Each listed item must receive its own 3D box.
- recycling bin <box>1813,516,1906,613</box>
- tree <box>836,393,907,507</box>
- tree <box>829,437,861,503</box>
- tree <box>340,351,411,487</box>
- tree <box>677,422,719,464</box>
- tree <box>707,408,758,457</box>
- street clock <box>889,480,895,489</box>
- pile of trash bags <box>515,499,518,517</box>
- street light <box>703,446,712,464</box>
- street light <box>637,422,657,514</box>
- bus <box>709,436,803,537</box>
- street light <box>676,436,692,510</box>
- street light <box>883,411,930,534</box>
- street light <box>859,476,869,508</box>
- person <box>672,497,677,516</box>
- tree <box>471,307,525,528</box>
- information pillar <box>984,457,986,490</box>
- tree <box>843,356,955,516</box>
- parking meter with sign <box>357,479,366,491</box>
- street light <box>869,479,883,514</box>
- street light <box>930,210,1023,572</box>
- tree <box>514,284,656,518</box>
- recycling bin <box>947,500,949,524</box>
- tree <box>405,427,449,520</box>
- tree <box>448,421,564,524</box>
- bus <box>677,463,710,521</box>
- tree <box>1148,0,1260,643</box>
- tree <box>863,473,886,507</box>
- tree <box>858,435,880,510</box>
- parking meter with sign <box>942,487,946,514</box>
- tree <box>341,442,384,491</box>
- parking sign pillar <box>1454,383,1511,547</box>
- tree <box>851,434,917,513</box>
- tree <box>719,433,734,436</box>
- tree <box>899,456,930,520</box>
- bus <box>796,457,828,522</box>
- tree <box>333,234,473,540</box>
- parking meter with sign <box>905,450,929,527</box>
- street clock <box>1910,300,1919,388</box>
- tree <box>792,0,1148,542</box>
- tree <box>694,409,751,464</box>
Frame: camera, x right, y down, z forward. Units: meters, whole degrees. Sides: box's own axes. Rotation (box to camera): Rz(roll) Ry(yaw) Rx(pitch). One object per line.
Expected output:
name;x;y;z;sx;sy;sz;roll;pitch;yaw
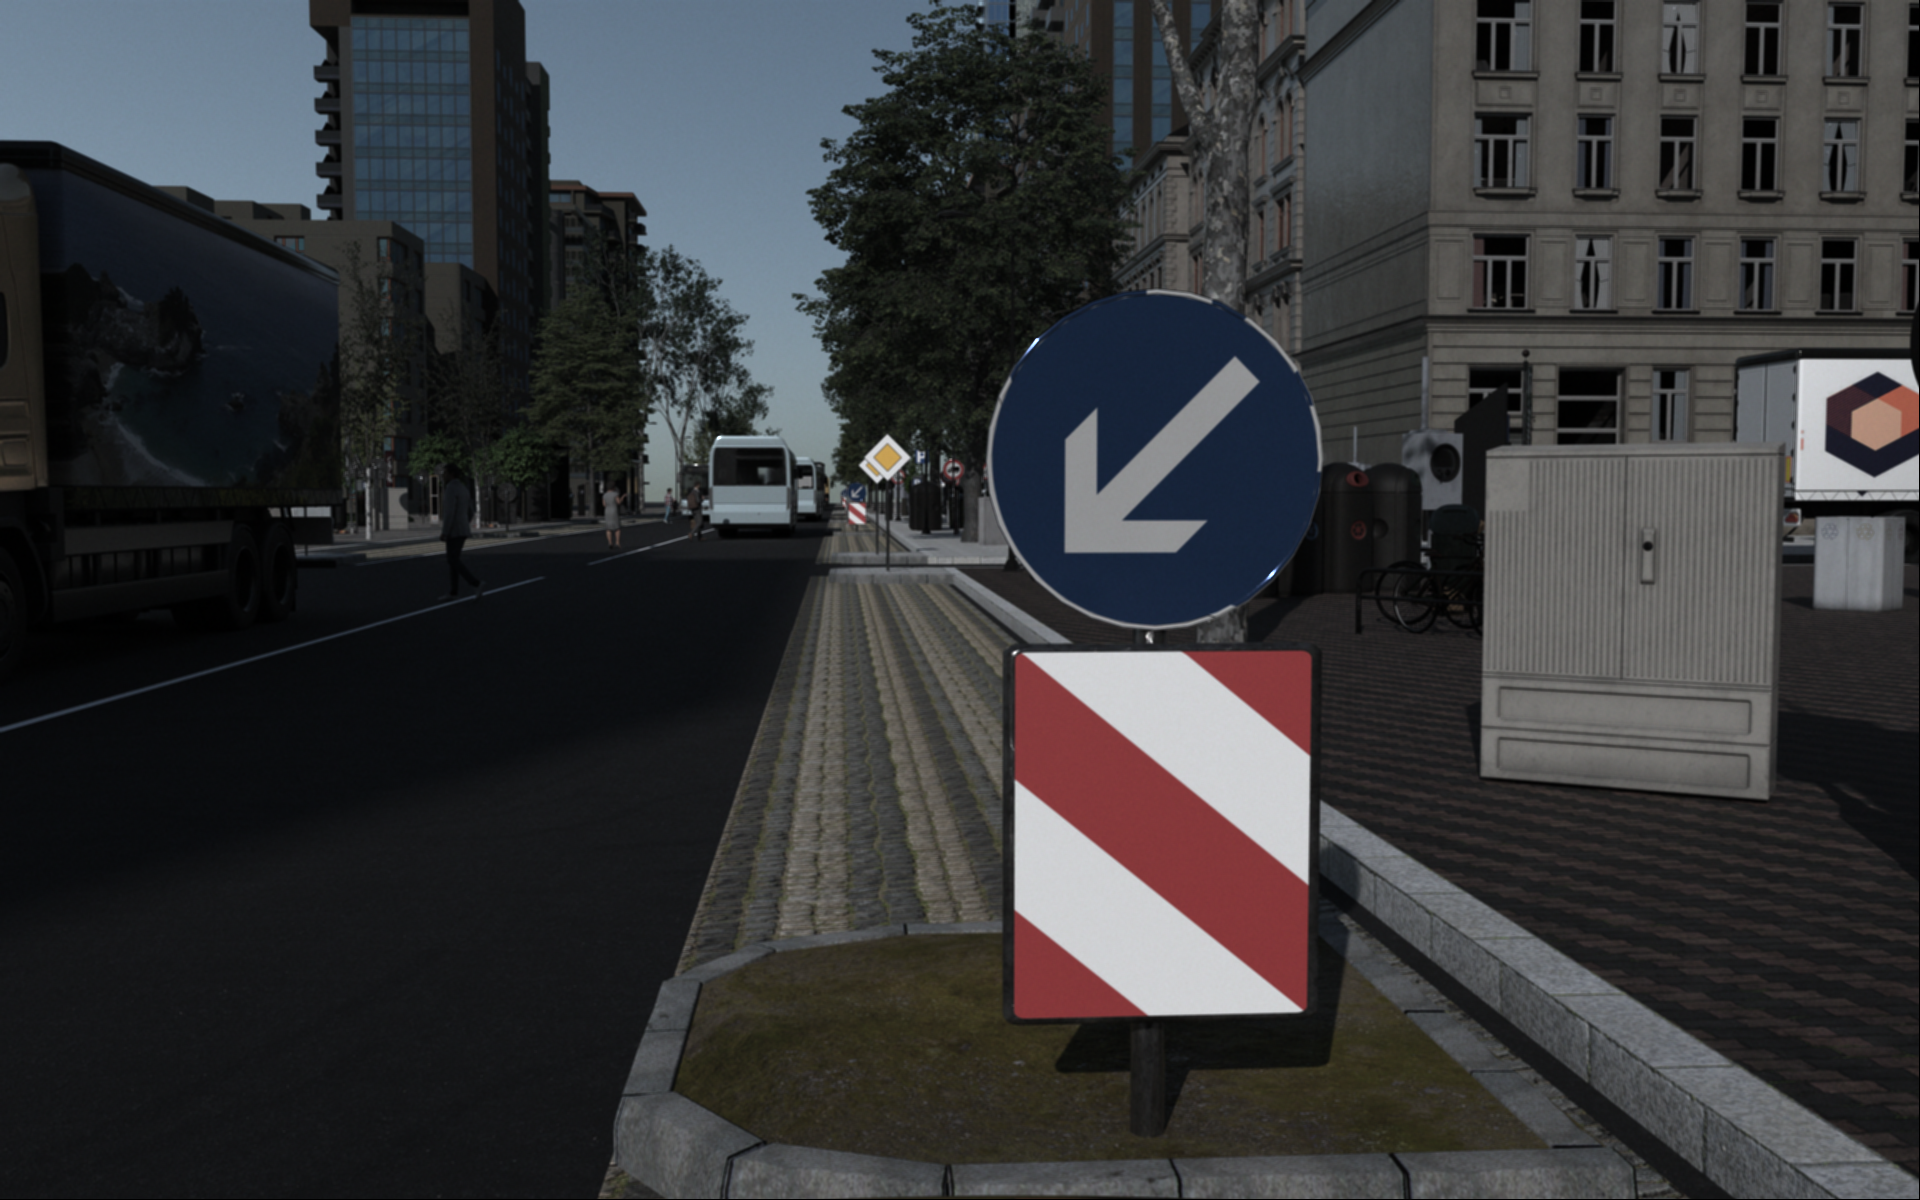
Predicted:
recycling bin;9.956;-0.405;19.183;0.722;1.027;0.722;-3;5;-43
tree;-8.529;-15.446;170.664;7.486;12.596;7.792;0;3;0
tree;-14.782;-20.597;253.769;9.611;12.733;9.660;0;3;0
tree;-30.031;-8.423;88.080;4.737;8.622;4.395;0;3;0
tree;-25.677;-13.530;171.575;4.737;8.622;4.395;0;3;0
tree;-29.585;-18.988;228.574;7.486;12.596;7.792;0;3;0
street clock;-3.635;-5.250;90.412;0.358;2.002;0.471;3;5;41
pile of trash bags;-24.217;-5.393;97.929;1.912;1.369;3.447;-1;4;-14
street light;-24.182;-11.887;166.889;1.470;5.913;1.316;0;4;-4
street light;-20.300;-8.537;112.122;1.470;5.913;1.316;0;4;-4
bus;-7.122;-4.057;61.188;2.948;3.499;13.247;0;4;-4
street light;-22.328;-10.224;139.711;1.470;5.913;1.316;0;4;-4
street light;-1.626;-5.076;55.532;1.470;5.913;1.316;0;4;-4
street light;-5.517;-8.457;110.808;1.470;5.913;1.316;0;4;-4
person;-18.698;-6.157;112.348;0.628;1.438;0.799;1;4;8
tree;-18.078;-6.973;64.365;4.360;8.622;3.978;0;3;0
information pillar;1.251;-5.576;82.522;0.183;3.616;0.504;-1;4;-14
tree;-3.432;-10.765;101.756;9.928;11.665;9.643;0;3;0
parking meter with sign;-29.227;-5.411;84.734;0.543;3.016;1.738;-3;5;-42
street light;-3.489;-6.738;82.709;1.470;5.913;1.316;0;4;-4
street light;0.325;-3.427;28.576;1.470;5.913;1.316;0;4;-4
tree;-20.363;-10.772;94.256;7.486;12.596;7.792;0;3;0
recycling bin;-0.096;-3.733;73.595;0.722;1.027;0.722;-1;4;-23
tree;-25.428;-6.187;84.875;4.285;4.588;4.351;0;3;0
tree;-19.026;-5.624;75.662;4.285;4.588;4.351;0;3;0
bus;-13.342;-6.127;95.043;2.948;3.499;13.247;0;4;-2
tree;3.289;-9.675;14.082;12.611;20.169;13.585;0;3;0
tree;-8.310;-11.852;177.486;4.285;4.588;4.351;0;3;0
tree;-6.544;-11.696;141.592;4.737;8.622;4.395;0;3;0
parking meter with sign;-0.725;-6.892;108.948;1.738;3.016;0.543;-2;4;-26
tree;-35.612;-7.258;102.375;4.285;4.588;4.351;0;3;0
parking sign pillar;12.809;-3.304;42.490;1.447;3.967;1.447;3;5;40
tree;-4.491;-10.040;114.517;4.360;8.622;3.978;0;3;0
tree;-27.767;-15.593;205.302;4.360;8.622;3.978;0;3;0
tree;-2.360;-5.667;87.255;1.663;3.219;1.824;0;3;0
bus;-8.799;-6.031;93.467;2.948;3.499;13.247;0;4;-3
tree;-16.883;-6.011;48.644;4.360;8.622;3.978;0;3;0
parking meter with sign;-1.624;-4.335;67.139;0.543;3.016;1.738;1;4;9
street clock;3.273;-0.060;5.546;0.471;2.002;0.358;-2;4;-26
tree;0.461;-8.513;45.837;9.857;13.997;8.962;0;3;0
tree;-29.044;-17.472;211.428;9.928;11.665;9.643;0;3;0
